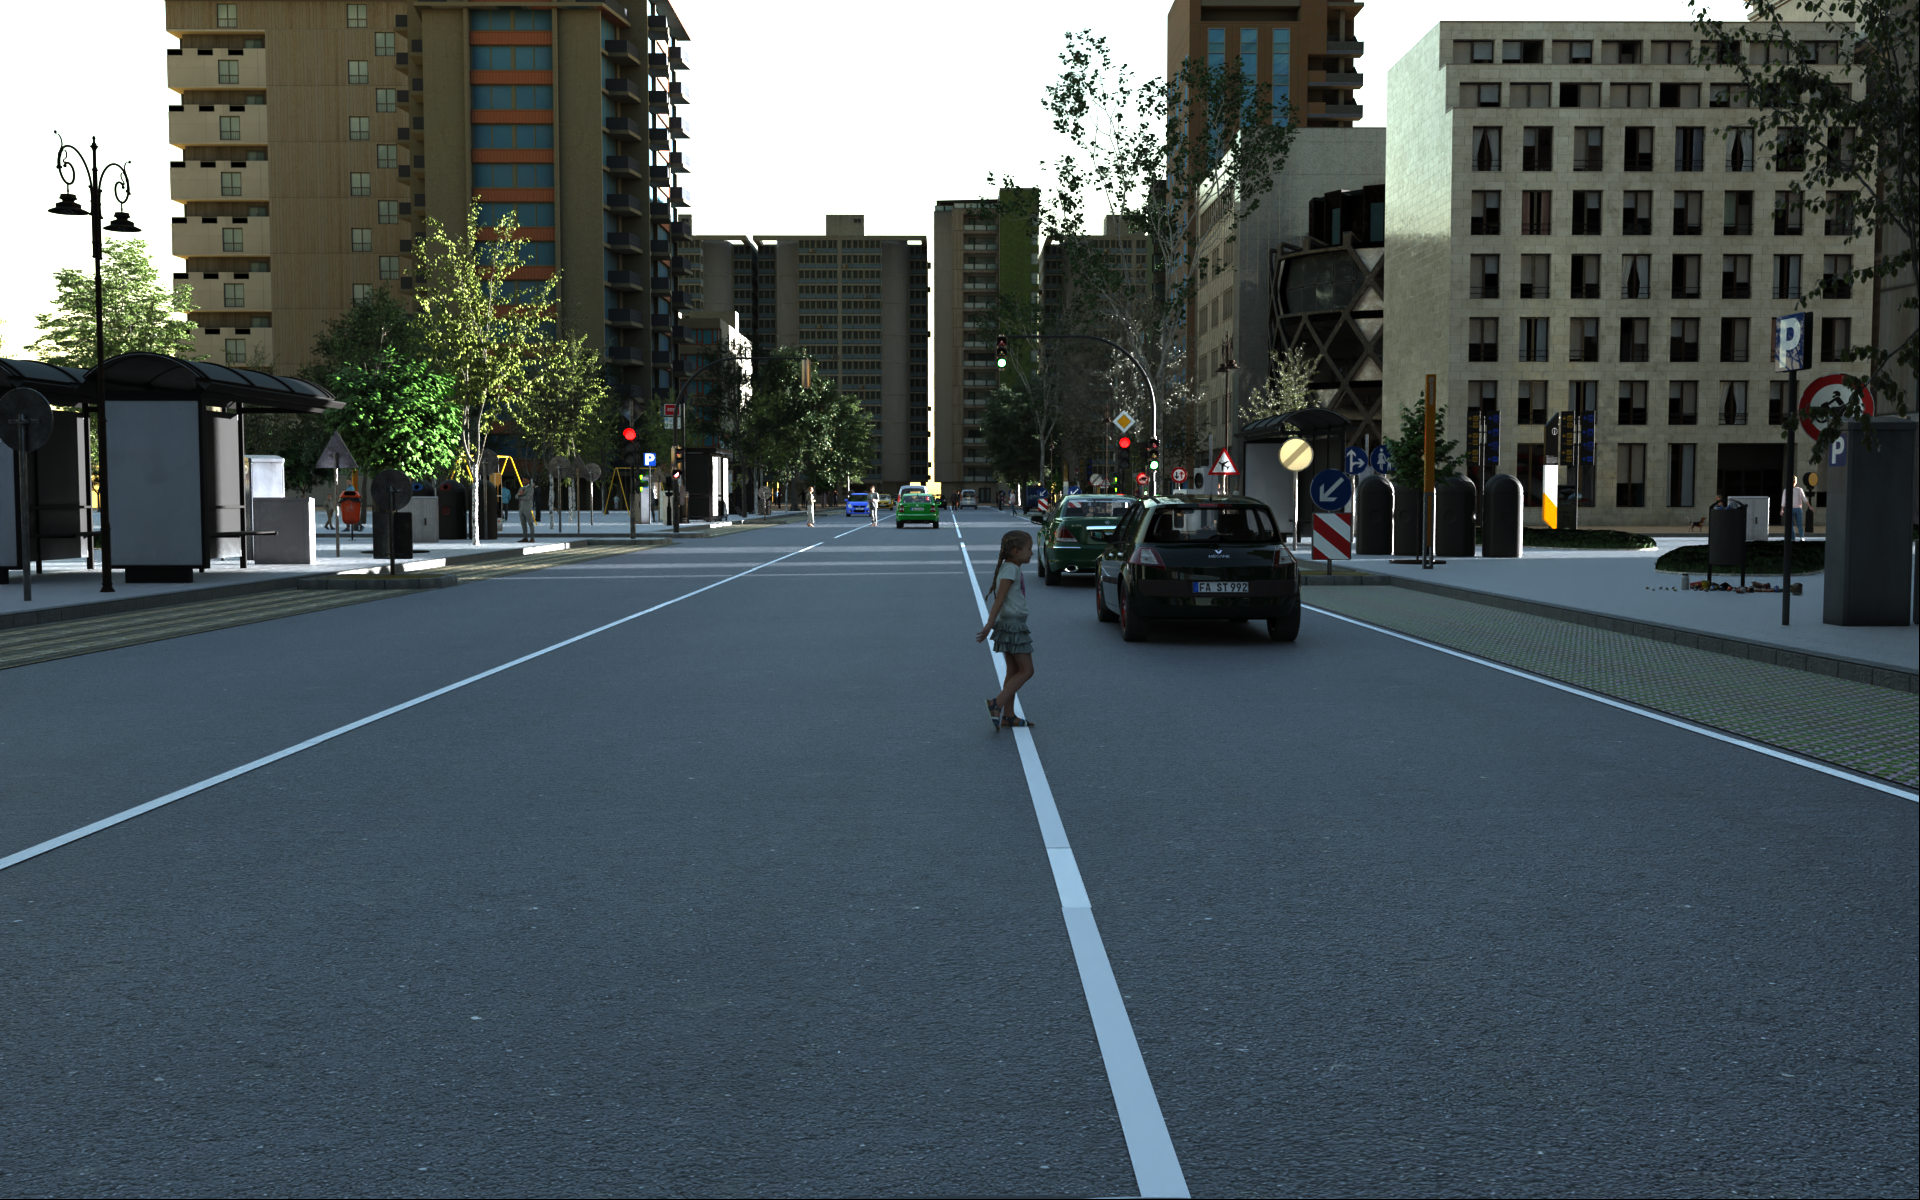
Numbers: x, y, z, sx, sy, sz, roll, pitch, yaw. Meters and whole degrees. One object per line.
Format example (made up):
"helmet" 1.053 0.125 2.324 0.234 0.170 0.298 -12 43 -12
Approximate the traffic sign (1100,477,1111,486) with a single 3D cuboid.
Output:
"traffic sign" 10.196 -7.382 120.700 0.884 2.594 0.081 0 4 8

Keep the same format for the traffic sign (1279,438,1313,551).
"traffic sign" 7.591 -2.391 39.206 0.768 2.556 0.104 0 4 7

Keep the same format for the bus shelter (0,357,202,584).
"bus shelter" -14.119 -2.026 27.048 2.014 3.302 5.546 0 4 0

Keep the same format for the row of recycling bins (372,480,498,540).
"row of recycling bins" -14.904 -2.571 49.144 3.534 1.692 1.069 0 4 -1

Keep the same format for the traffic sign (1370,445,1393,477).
"traffic sign" 10.933 -2.724 44.649 0.768 2.556 0.104 0 4 0

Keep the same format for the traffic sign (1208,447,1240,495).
"traffic sign" 7.307 -2.937 48.018 0.884 2.594 0.081 0 4 2

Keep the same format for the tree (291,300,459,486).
"tree" -33.946 -11.264 101.174 9.611 12.733 9.660 0 3 0

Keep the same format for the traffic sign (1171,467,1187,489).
"traffic sign" 10.265 -4.961 81.223 0.768 2.556 0.104 0 4 0

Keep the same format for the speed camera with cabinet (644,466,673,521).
"speed camera with cabinet" -14.467 -5.499 84.252 2.038 3.252 0.660 2 4 35

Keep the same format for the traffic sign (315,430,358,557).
"traffic sign" -12.735 -2.164 35.384 0.884 2.594 0.081 0 4 0

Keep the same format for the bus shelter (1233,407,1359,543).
"bus shelter" 8.278 -3.017 43.257 2.014 3.302 5.546 0 4 -1

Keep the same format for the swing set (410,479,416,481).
"swing set" -37.308 -7.601 121.899 3.119 2.851 2.862 1 4 14

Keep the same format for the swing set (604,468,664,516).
"swing set" -19.326 -6.448 103.052 3.119 2.851 2.862 -3 5 -43

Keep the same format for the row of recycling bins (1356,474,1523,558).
"row of recycling bins" 9.925 -1.767 36.000 3.534 1.692 1.069 2 4 34

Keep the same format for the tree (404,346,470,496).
"tree" -25.782 -8.203 84.486 4.360 8.622 3.978 0 3 0

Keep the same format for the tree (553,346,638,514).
"tree" -22.702 -10.694 109.251 7.601 10.594 8.767 0 4 1

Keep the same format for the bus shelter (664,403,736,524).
"bus shelter" -12.035 -6.225 79.417 2.179 5.291 8.768 0 4 0

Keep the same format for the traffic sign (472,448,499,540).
"traffic sign" -13.258 -2.952 48.368 0.768 2.556 0.104 0 4 1

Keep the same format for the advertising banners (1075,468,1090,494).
"advertising banners" 8.283 -7.401 117.195 0.090 3.025 2.074 -2 4 -24

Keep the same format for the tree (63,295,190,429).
"tree" -29.888 -6.875 62.762 4.737 8.622 4.395 0 3 0

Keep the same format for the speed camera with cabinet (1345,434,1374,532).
"speed camera with cabinet" 13.050 -3.884 57.836 0.660 3.252 2.038 -1 4 -17

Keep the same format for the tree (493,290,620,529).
"tree" -14.730 -6.898 63.148 4.360 8.622 3.978 0 3 0

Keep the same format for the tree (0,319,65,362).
"tree" -38.835 -7.204 68.140 4.737 8.622 4.395 0 3 0

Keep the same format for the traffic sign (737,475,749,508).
"traffic sign" -13.426 -6.537 106.980 0.768 2.556 0.104 0 4 3

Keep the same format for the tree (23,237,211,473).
"tree" -36.955 -9.688 76.527 7.486 12.596 7.792 0 3 0

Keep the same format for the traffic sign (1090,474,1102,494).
"traffic sign" 8.407 -6.556 107.290 0.768 2.556 0.104 0 4 0

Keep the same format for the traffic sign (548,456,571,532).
"traffic sign" -13.384 -3.535 57.900 0.768 2.556 0.104 0 4 4

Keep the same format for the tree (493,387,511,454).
"tree" -37.008 -11.856 128.262 8.767 10.594 7.601 2 4 24

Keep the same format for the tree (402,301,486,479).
"tree" -35.666 -12.654 113.554 9.857 13.997 8.962 0 3 0

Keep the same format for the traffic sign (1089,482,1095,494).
"traffic sign" 8.650 -6.830 111.783 0.768 2.556 0.104 0 4 8

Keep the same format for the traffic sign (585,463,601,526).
"traffic sign" -15.023 -4.312 70.601 0.768 2.556 0.104 0 4 7

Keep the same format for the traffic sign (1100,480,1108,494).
"traffic sign" 10.369 -7.479 124.417 0.606 2.300 0.079 0 4 4

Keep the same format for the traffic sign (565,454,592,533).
"traffic sign" -12.469 -3.460 56.571 0.884 2.594 0.081 0 4 3

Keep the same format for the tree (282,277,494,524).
"tree" -25.354 -8.546 74.138 7.601 10.594 8.767 0 4 4

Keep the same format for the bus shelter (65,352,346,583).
"bus shelter" -11.660 -2.049 27.426 2.014 3.302 5.546 0 4 0

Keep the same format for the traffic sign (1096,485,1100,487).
"traffic sign" 9.897 -7.712 126.200 0.768 2.556 0.104 1 4 9

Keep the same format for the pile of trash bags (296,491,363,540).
"pile of trash bags" -18.139 -2.301 47.368 3.447 1.369 1.912 -1 4 -14

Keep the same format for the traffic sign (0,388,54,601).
"traffic sign" -11.224 -1.264 20.771 0.768 2.556 0.104 1 4 8

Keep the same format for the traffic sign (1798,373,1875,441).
"traffic sign" 9.244 -1.117 18.361 0.768 2.556 0.104 0 4 7

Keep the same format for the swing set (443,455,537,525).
"swing set" -19.291 -4.438 70.179 2.862 2.851 3.119 2 4 26

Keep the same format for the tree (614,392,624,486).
"tree" -17.429 -7.696 76.193 4.737 8.622 4.395 0 3 0

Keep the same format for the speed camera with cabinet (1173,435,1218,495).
"speed camera with cabinet" 7.918 -3.916 58.369 0.660 3.252 2.038 -2 4 -23

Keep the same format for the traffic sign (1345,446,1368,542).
"traffic sign" 10.477 -2.818 46.179 0.768 2.556 0.104 0 4 4

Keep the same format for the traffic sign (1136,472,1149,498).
"traffic sign" 10.781 -6.243 102.185 0.768 2.556 0.104 0 4 6

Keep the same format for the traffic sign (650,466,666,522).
"traffic sign" -13.836 -4.867 79.571 0.884 2.594 0.081 0 4 7

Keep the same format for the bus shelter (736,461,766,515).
"bus shelter" -14.041 -8.212 111.895 2.179 5.291 8.768 0 4 0
